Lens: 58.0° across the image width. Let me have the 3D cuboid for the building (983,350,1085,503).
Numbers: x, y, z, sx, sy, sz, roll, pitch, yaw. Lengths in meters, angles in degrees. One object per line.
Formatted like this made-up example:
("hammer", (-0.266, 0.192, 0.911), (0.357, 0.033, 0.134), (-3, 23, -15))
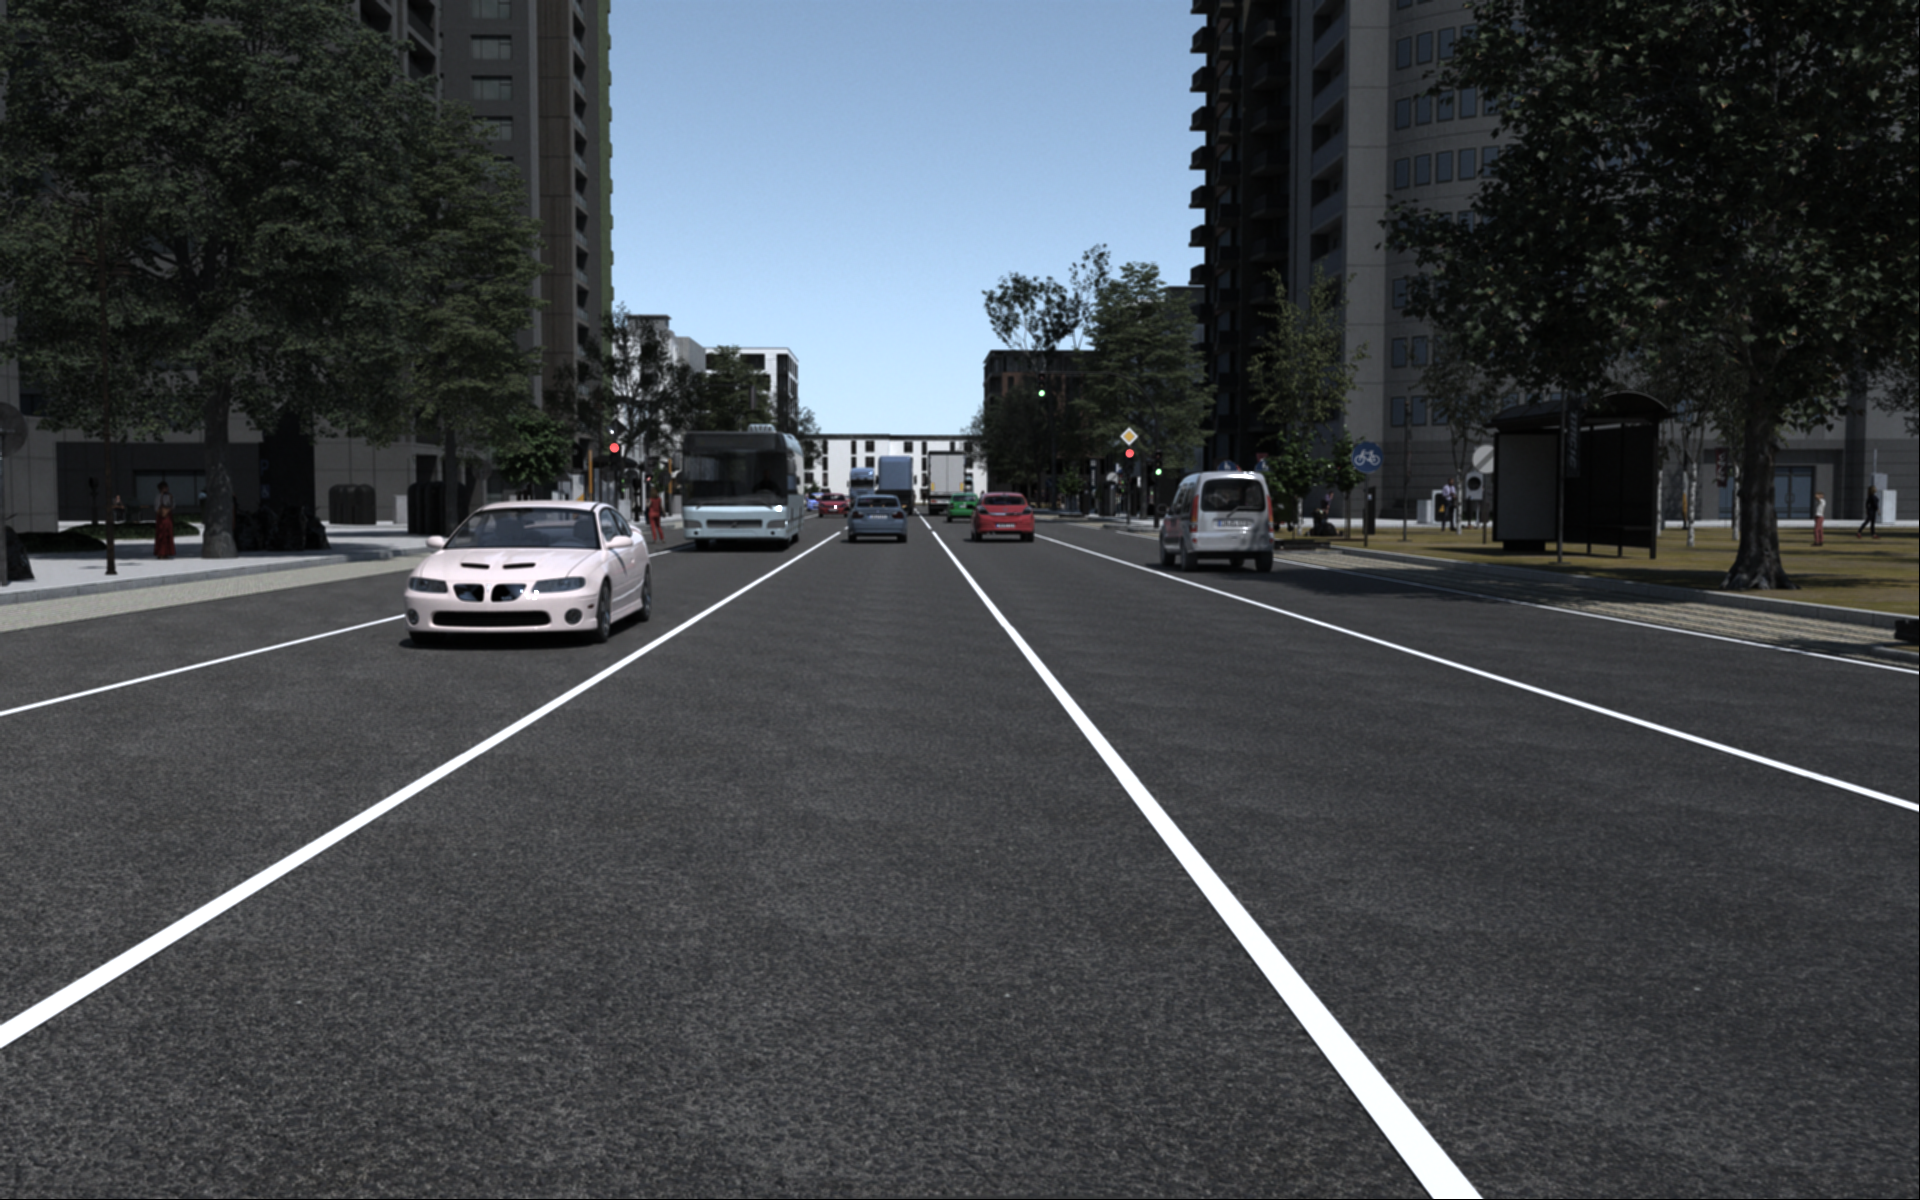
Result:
("building", (20.315, -25.242, 256.677), (32.646, 21.610, 27.936), (0, 4, -2))

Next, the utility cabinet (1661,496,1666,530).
("utility cabinet", (25.144, -3.153, 62.719), (0.306, 1.237, 1.020), (-1, 4, -8))

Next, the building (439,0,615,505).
("building", (-31.543, -26.475, 116.459), (14.154, 41.232, 14.086), (0, 4, -2))

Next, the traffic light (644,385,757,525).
("traffic light", (-10.849, -5.954, 72.008), (4.771, 5.953, 1.251), (0, 4, -2))

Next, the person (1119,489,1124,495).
("person", (15.360, -9.792, 166.098), (1.348, 1.831, 0.705), (-2, 4, -27))

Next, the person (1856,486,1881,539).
("person", (26.191, -2.526, 49.893), (0.613, 1.512, 0.480), (0, 4, -2))

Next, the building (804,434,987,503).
("building", (-10.050, -18.655, 247.157), (28.070, 9.664, 9.099), (0, 4, -2))

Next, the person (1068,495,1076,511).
("person", (8.547, -7.697, 132.015), (0.598, 1.807, 0.434), (-1, 4, -14))

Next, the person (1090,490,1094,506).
("person", (14.807, -11.424, 193.551), (0.721, 1.736, 1.217), (3, 5, 40))

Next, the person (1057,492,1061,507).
("person", (8.296, -8.484, 146.214), (0.517, 1.644, 0.566), (-1, 4, -21))

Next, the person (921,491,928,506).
("person", (-4.308, -12.327, 210.559), (1.217, 1.766, 0.721), (3, 5, 39))

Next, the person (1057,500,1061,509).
("person", (8.318, -8.016, 145.034), (0.695, 0.859, 0.347), (1, 4, 19))

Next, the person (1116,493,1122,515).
("person", (9.851, -5.970, 107.568), (0.435, 1.345, 0.340), (-1, 4, -8))

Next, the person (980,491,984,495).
("person", (2.013, -8.675, 151.009), (0.621, 1.740, 0.551), (3, 5, 42))

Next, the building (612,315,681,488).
("building", (-37.307, -19.810, 180.312), (16.016, 20.091, 11.380), (0, 4, -2))

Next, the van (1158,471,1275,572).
("van", (4.882, -1.606, 33.276), (2.013, 2.044, 4.112), (0, 4, -2))

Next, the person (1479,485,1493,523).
("person", (23.459, -4.300, 77.143), (0.742, 1.727, 0.445), (-2, 4, -27))

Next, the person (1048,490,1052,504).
("person", (11.507, -13.253, 223.244), (0.721, 1.766, 1.217), (-1, 4, -23))

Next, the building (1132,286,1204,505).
("building", (25.262, -18.785, 163.561), (16.016, 20.091, 11.380), (0, 4, -2))

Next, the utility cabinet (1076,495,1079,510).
("utility cabinet", (9.352, -8.053, 142.827), (0.306, 1.237, 1.020), (-3, 4, -39))

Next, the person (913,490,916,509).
("person", (-4.619, -9.952, 171.221), (0.705, 1.824, 1.348), (-2, 4, -27))

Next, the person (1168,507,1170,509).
("person", (10.211, -4.206, 82.739), (0.347, 0.859, 0.695), (2, 4, 34))

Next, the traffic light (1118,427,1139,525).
("traffic light", (7.053, -5.116, 72.572), (0.839, 4.253, 0.868), (0, 4, -2))

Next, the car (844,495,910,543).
("car", (-2.494, -2.454, 52.131), (2.014, 1.417, 4.499), (0, 4, -3))

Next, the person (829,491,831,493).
("person", (-17.088, -13.390, 227.439), (0.705, 1.822, 1.348), (3, 5, 42))

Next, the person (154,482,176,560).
("person", (-15.597, -1.555, 33.929), (0.523, 1.526, 0.387), (3, 5, 40))

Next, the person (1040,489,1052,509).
("person", (7.587, -8.868, 151.720), (1.217, 1.739, 0.721), (2, 4, 29))

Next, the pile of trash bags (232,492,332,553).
("pile of trash bags", (-15.698, -1.781, 38.872), (1.912, 1.369, 3.447), (0, 4, 8))

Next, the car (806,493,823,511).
("car", (-11.873, -8.262, 144.671), (1.945, 1.707, 3.694), (0, 4, -2))

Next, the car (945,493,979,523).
("car", (0.226, -4.868, 88.390), (1.959, 1.807, 4.718), (0, 4, 0))

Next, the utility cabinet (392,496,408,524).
("utility cabinet", (-23.531, -3.812, 73.482), (0.306, 1.237, 1.020), (3, 5, 41))

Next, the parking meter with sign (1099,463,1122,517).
("parking meter with sign", (8.478, -6.221, 97.967), (0.543, 3.016, 1.738), (-2, 4, -30))

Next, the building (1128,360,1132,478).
("building", (25.297, -19.515, 175.492), (16.016, 20.091, 11.380), (0, 4, -2))

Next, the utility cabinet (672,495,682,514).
("utility cabinet", (-18.013, -6.056, 110.183), (0.306, 1.237, 1.020), (2, 4, 23))

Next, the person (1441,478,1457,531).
("person", (16.914, -3.282, 59.578), (0.709, 1.838, 0.599), (-2, 4, -24))

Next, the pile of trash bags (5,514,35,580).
("pile of trash bags", (-15.251, -0.920, 24.791), (1.912, 1.369, 3.447), (1, 4, 19))

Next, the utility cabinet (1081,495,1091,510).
("utility cabinet", (10.086, -7.767, 138.159), (0.306, 1.237, 1.020), (-2, 4, -30))

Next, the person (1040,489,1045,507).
("person", (8.576, -10.490, 178.001), (0.683, 1.767, 0.568), (1, 4, 10))

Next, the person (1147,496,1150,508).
("person", (9.567, -4.894, 89.289), (0.726, 1.435, 0.776), (1, 4, 13))

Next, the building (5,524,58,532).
("building", (-39.140, -37.010, 43.366), (20.611, 71.187, 20.563), (0, 4, -2))

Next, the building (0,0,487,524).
("building", (-36.551, -39.866, 90.067), (20.563, 71.187, 20.611), (0, 4, -2))

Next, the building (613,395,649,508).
("building", (-33.408, -13.385, 160.985), (9.099, 9.664, 28.070), (0, 4, -2))

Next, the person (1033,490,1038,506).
("person", (8.358, -11.364, 192.290), (0.568, 1.767, 0.683), (-2, 4, -26))

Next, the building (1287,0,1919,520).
("building", (33.676, -33.687, 92.789), (28.212, 58.520, 21.231), (0, 4, -2))

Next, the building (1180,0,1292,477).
("building", (29.258, -29.137, 131.021), (22.147, 44.769, 28.867), (0, 4, -2))

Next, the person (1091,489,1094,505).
("person", (15.050, -11.698, 196.937), (1.348, 1.869, 0.705), (2, 4, 34))

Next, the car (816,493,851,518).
("car", (-7.824, -5.993, 107.026), (2.155, 1.783, 4.494), (0, 4, -4))

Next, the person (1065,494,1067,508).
("person", (9.416, -9.165, 155.981), (1.348, 1.812, 0.705), (-3, 5, -40))

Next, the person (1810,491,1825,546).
("person", (21.177, -2.007, 42.771), (0.340, 1.345, 0.435), (1, 4, 19))

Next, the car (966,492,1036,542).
("car", (1.272, -2.686, 52.965), (2.155, 1.783, 4.494), (0, 4, -2))

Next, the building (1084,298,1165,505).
("building", (30.172, -21.628, 197.588), (27.936, 21.610, 32.646), (0, 4, -2))

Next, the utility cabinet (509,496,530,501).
("utility cabinet", (-18.552, -3.804, 73.357), (1.020, 1.237, 0.306), (-1, 4, -9))

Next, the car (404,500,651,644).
("car", (-4.377, -0.351, 18.100), (2.083, 1.381, 4.827), (0, 4, -2))

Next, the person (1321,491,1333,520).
("person", (18.070, -4.641, 85.160), (0.421, 1.427, 0.697), (-3, 4, -38))

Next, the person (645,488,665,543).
("person", (-8.834, -2.446, 50.189), (0.593, 1.614, 0.444), (-1, 4, -12))

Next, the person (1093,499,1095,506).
("person", (14.372, -10.909, 185.141), (0.721, 1.736, 1.217), (2, 4, 31))

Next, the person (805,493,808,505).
("person", (-16.752, -11.058, 190.235), (0.436, 1.711, 0.756), (-1, 4, -22))

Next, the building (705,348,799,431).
("building", (-40.698, -25.149, 255.158), (32.646, 21.610, 27.936), (0, 4, -2))

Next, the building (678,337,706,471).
("building", (-46.419, -20.564, 202.673), (31.486, 18.905, 16.747), (0, 4, -2))
